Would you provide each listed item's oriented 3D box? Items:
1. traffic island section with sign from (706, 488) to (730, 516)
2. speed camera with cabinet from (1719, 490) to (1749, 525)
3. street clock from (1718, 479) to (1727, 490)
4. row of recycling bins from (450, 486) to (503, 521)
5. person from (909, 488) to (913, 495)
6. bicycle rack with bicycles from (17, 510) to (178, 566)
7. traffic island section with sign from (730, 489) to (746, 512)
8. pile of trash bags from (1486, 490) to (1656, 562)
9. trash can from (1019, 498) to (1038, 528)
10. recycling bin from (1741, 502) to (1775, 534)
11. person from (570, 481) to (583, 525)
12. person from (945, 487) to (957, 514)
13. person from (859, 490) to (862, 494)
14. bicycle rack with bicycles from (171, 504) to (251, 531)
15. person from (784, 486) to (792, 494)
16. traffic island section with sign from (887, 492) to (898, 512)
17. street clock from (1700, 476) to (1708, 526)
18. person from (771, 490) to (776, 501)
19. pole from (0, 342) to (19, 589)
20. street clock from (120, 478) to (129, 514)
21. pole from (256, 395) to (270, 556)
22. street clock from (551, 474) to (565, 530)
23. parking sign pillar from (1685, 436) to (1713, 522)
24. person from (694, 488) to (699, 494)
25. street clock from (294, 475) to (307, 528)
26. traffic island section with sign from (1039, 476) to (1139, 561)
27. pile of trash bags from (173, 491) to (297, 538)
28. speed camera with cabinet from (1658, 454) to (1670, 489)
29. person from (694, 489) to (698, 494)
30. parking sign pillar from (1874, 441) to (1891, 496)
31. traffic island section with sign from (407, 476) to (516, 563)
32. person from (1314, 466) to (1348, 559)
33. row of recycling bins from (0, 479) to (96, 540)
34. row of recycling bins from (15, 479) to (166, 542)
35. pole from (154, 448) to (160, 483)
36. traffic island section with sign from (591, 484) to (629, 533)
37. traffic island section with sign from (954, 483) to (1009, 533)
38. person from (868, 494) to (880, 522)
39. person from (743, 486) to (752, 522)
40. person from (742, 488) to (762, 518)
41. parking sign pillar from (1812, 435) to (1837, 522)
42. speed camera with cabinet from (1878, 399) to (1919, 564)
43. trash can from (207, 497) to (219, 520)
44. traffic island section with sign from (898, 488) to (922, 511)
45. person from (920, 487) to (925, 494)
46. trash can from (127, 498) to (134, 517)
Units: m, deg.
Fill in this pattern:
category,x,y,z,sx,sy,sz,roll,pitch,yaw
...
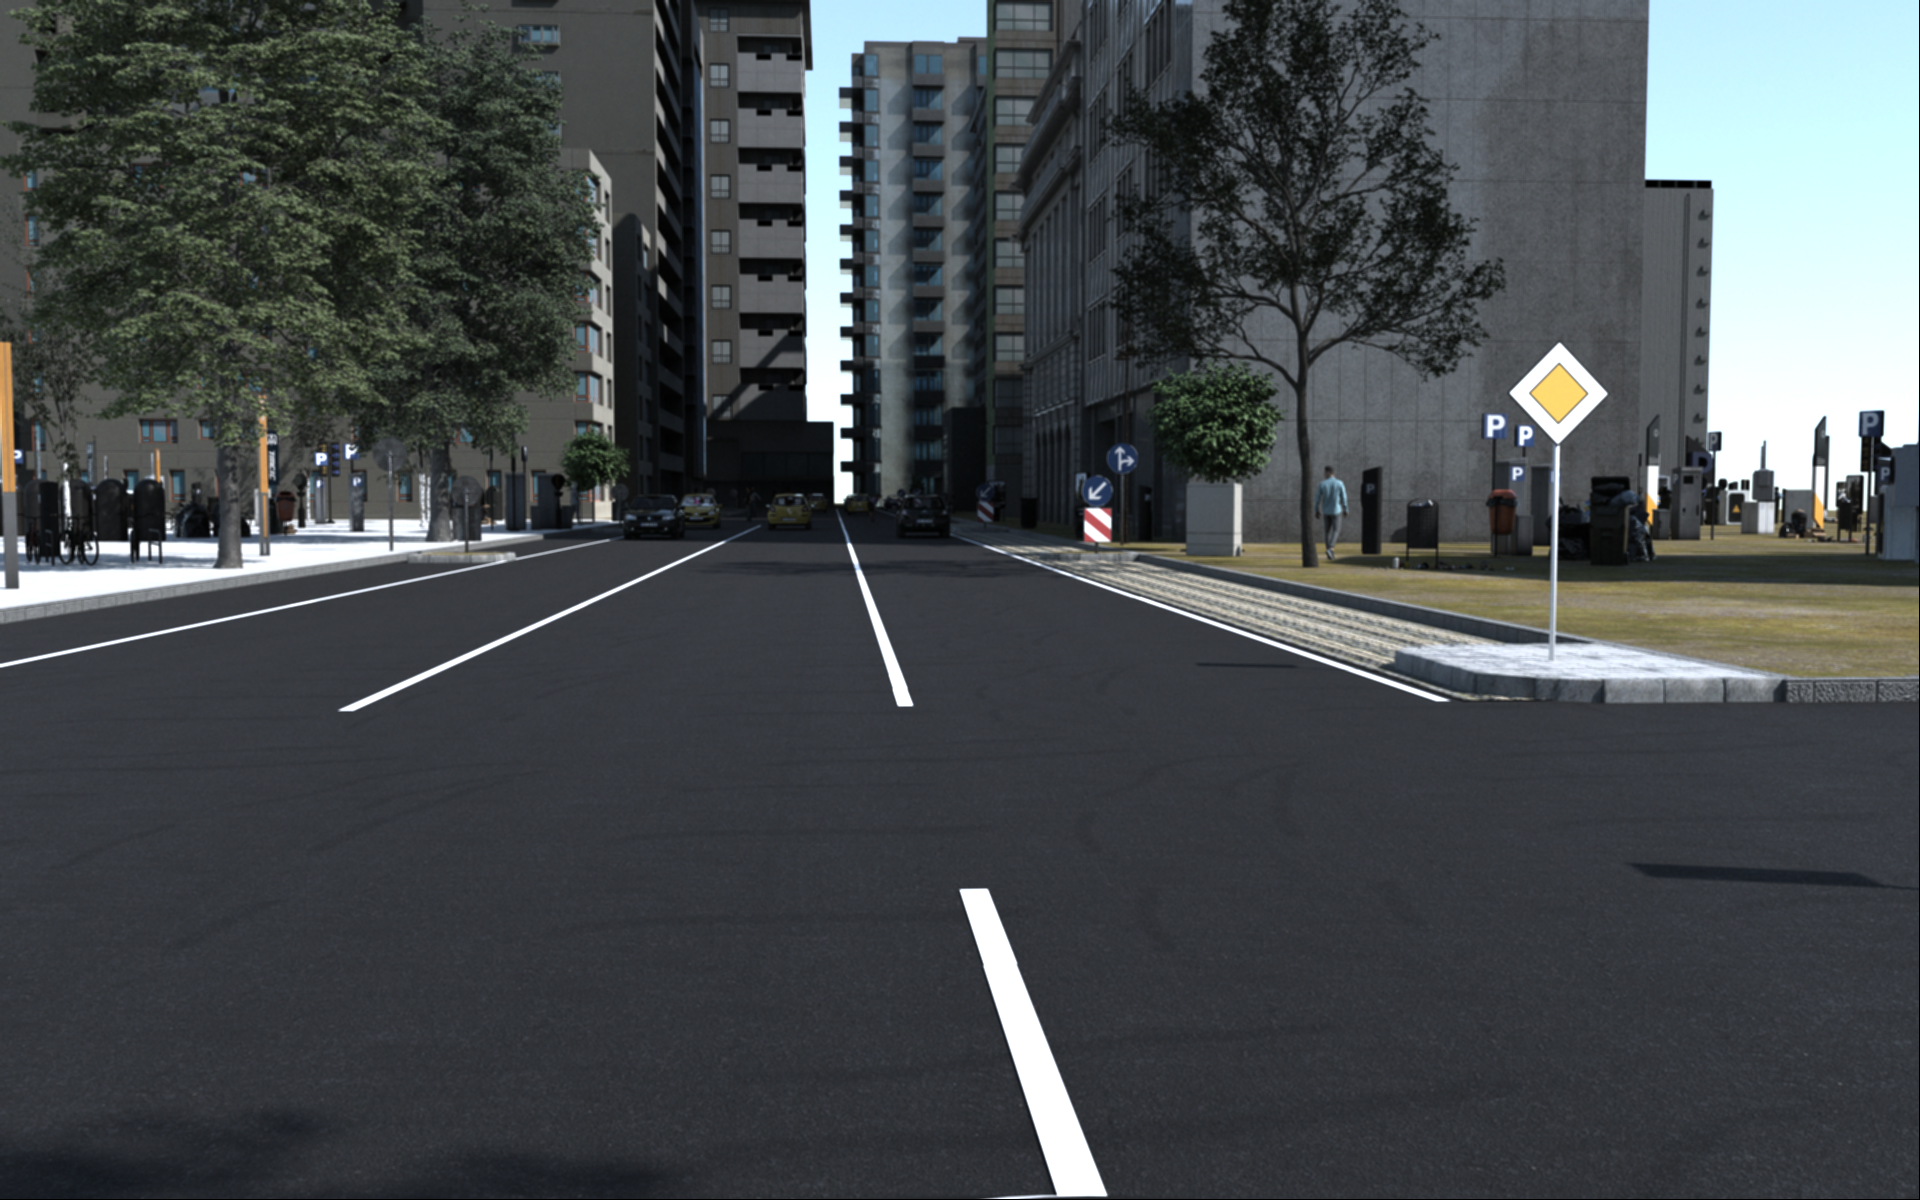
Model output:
category,x,y,z,sx,sy,sz,roll,pitch,yaw
traffic island section with sign,-16.323,-6.434,113.827,1.989,1.847,2.006,0,4,-4
speed camera with cabinet,32.264,-4.688,70.990,2.038,3.252,0.660,0,4,-3
street clock,35.854,-4.703,81.456,0.358,2.002,0.471,0,4,-1
row of recycling bins,-23.928,-4.702,83.986,3.534,1.692,1.069,0,4,2
person,-3.423,-6.833,120.164,0.705,1.831,1.348,2,4,35
bicycle rack with bicycles,-16.004,-1.142,32.061,2.852,0.926,2.925,-2,4,-30
traffic island section with sign,-18.320,-8.078,140.708,1.989,1.847,2.006,0,4,-4
pile of trash bags,12.060,-1.504,34.337,3.447,1.369,1.912,3,5,43
trash can,2.575,-3.247,64.742,0.748,1.137,0.748,0,3,0
recycling bin,25.676,-2.641,55.734,0.722,1.027,0.722,-1,4,-20
person,-15.713,-3.955,70.894,0.526,1.800,0.537,-2,4,-30
person,-0.562,-6.546,113.615,0.990,1.755,0.434,3,4,39
person,-8.646,-8.755,151.655,0.705,1.823,1.348,-1,4,-16
bicycle rack with bicycles,-26.874,-2.930,61.295,2.925,0.926,2.852,-1,4,-10
person,-8.890,-4.969,89.702,1.348,1.831,0.705,1,4,20
traffic island section with sign,-4.936,-8.144,141.789,1.989,1.847,2.006,0,4,-4
street clock,30.025,-4.013,70.178,0.471,2.002,0.358,2,4,34
person,-13.870,-7.390,130.049,0.721,1.735,1.217,-3,5,-40
pole,-12.839,-1.805,23.358,0.158,3.312,0.155,0,3,0
street clock,-38.236,-4.571,79.298,0.358,2.002,0.471,-3,5,-41
pole,-14.461,-2.574,35.934,0.158,3.312,0.155,0,3,0
street clock,-14.499,-3.548,62.572,0.471,2.002,0.358,0,4,-7
parking sign pillar,34.118,-5.589,79.849,1.447,3.967,1.447,-1,4,-12
person,-16.226,-5.988,106.403,0.705,1.824,1.348,3,5,42
street clock,-24.920,-3.728,65.521,0.471,2.002,0.358,2,4,30
traffic island section with sign,2.779,-1.788,37.863,1.989,1.847,2.006,0,4,-4
pile of trash bags,-21.684,-2.573,51.813,3.447,1.369,1.912,-2,4,-23
speed camera with cabinet,34.581,-5.521,84.597,0.660,3.252,2.038,0,4,-3
person,-15.070,-5.493,99.000,1.217,1.739,0.721,0,4,-8
parking sign pillar,46.846,-6.048,87.350,1.447,3.967,1.447,-2,4,-26
traffic island section with sign,-10.626,-1.743,37.121,1.989,1.847,2.006,0,4,-4
person,7.291,-1.732,34.218,0.638,1.841,0.748,2,4,33
row of recycling bins,-28.325,-2.777,52.520,3.534,1.692,1.069,-2,4,-31
row of recycling bins,-23.519,-2.447,47.124,3.534,1.692,1.069,-1,4,-15
pole,-35.559,-5.071,76.761,0.158,3.312,0.155,0,3,0
traffic island section with sign,-12.659,-3.423,64.602,1.989,1.847,2.006,0,4,-4
traffic island section with sign,0.779,-3.440,64.875,1.989,1.847,2.006,0,4,-4
person,-4.451,-4.787,89.994,0.697,1.427,0.421,2,4,25
person,-10.948,-4.955,89.523,0.705,1.822,1.348,-1,4,-20
person,-12.503,-5.865,104.480,1.350,1.814,0.705,2,4,24
parking sign pillar,39.348,-5.550,79.210,1.447,3.967,1.447,3,4,38
speed camera with cabinet,17.841,-2.350,32.754,0.660,3.252,2.038,1,4,21
trash can,-36.432,-4.466,84.666,0.748,1.137,0.748,0,3,0
traffic island section with sign,-2.920,-6.494,114.809,1.989,1.847,2.006,0,4,-4
person,-2.128,-5.653,100.938,0.705,1.822,1.348,0,3,0
trash can,-33.968,-3.657,71.450,0.748,1.137,0.748,0,3,0
